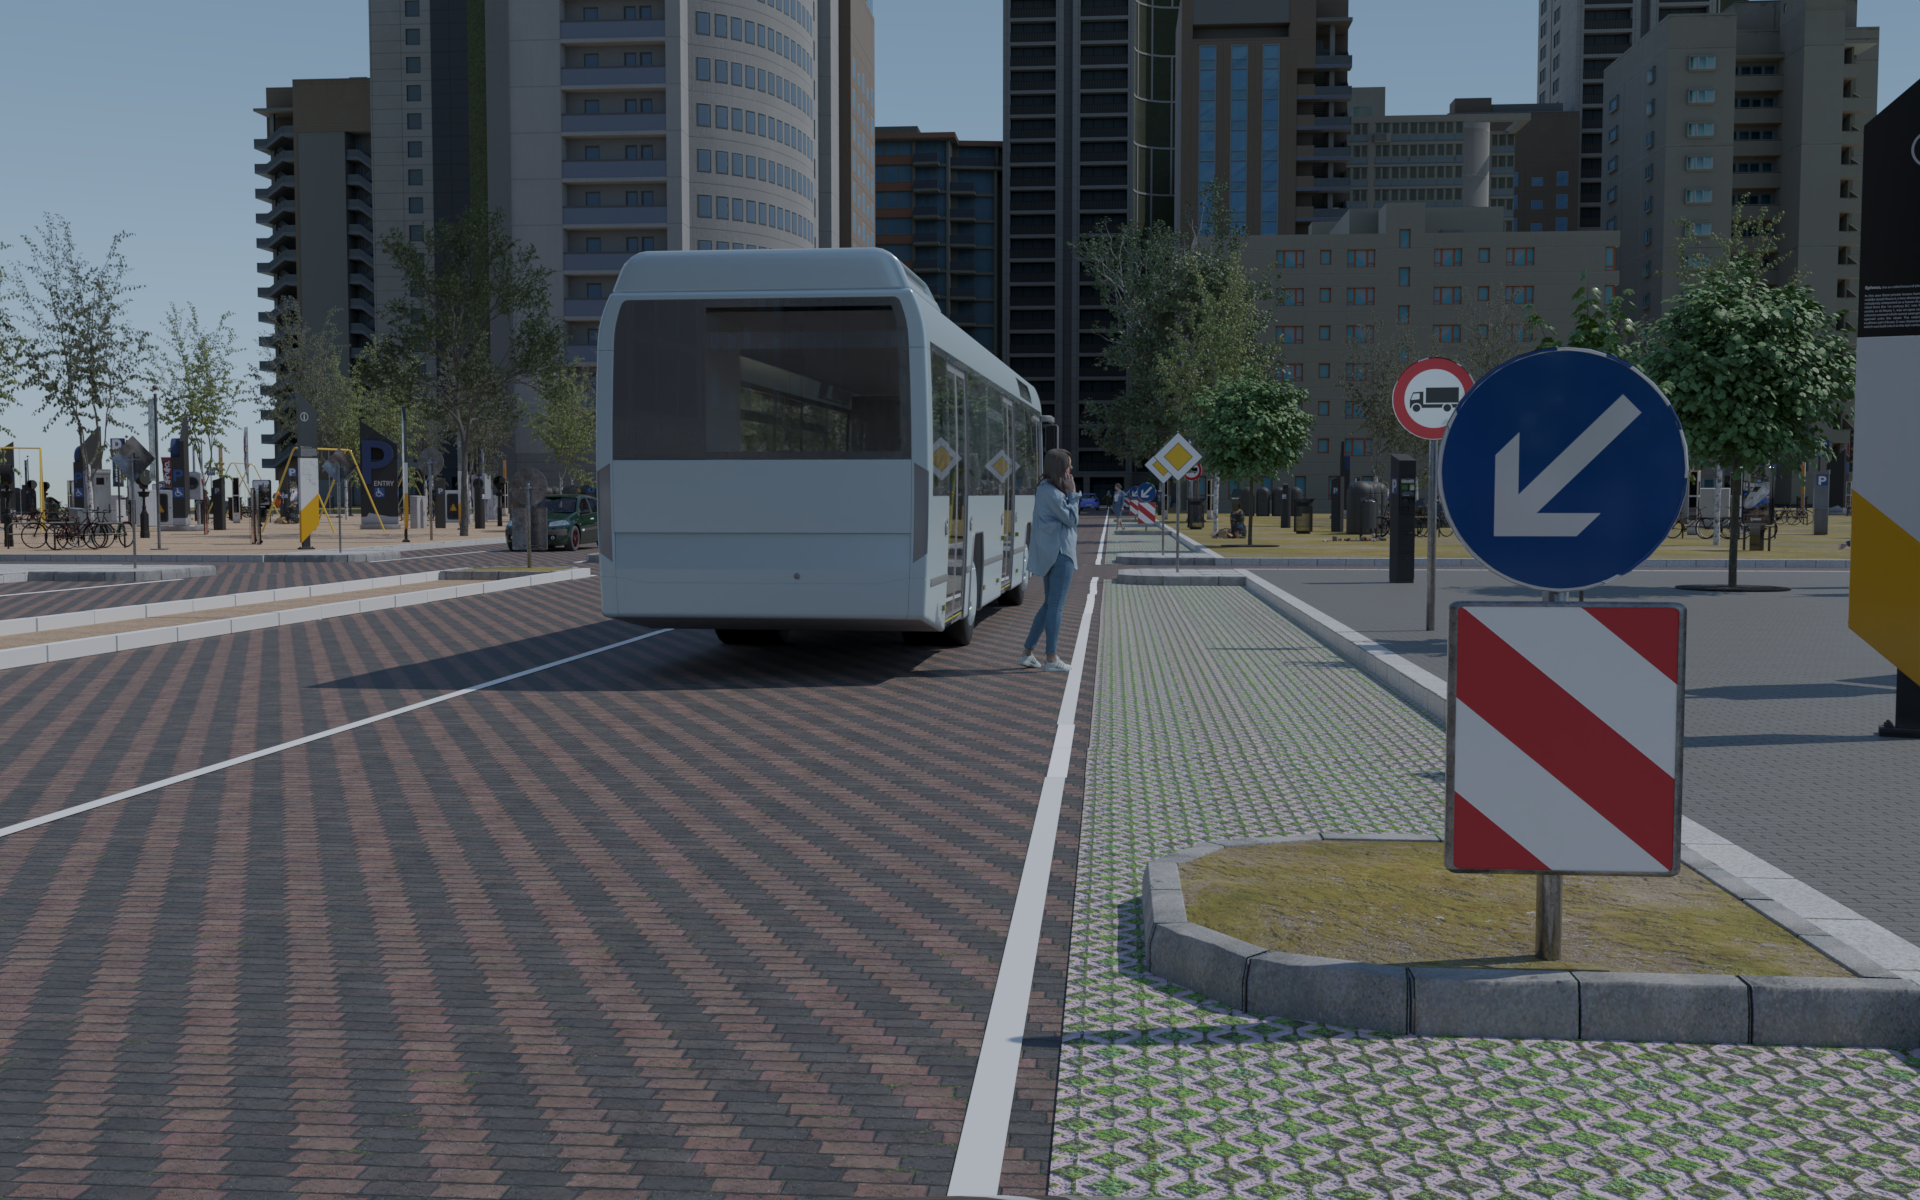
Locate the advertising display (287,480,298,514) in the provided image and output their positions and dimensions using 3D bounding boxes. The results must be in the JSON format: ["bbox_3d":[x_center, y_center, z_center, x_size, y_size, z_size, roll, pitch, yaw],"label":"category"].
[{"bbox_3d":[-31.527,-4.687,81.853,0.123,1.923,0.974,0,4,0],"label":"advertising display"}]

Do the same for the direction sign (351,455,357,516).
[{"bbox_3d":[-36.559,-6.831,103.676,0.379,3.537,0.876,1,4,18],"label":"direction sign"}]

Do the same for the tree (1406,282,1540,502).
[{"bbox_3d":[18.077,-6.671,59.439,4.360,8.622,3.978,0,3,0],"label":"tree"}]

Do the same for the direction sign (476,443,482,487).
[{"bbox_3d":[-21.359,-5.194,76.917,0.379,3.537,0.876,-2,4,-29],"label":"direction sign"}]

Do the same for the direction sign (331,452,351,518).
[{"bbox_3d":[-33.582,-6.212,93.569,0.876,3.537,0.379,1,4,21],"label":"direction sign"}]

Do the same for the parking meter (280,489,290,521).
[{"bbox_3d":[-32.535,-4.584,83.357,0.372,1.533,0.369,0,3,0],"label":"parking meter"}]

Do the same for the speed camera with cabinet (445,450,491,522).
[{"bbox_3d":[-22.242,-5.129,78.187,2.038,3.252,0.660,1,4,13],"label":"speed camera with cabinet"}]

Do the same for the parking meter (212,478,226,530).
[{"bbox_3d":[-26.266,-3.405,61.375,0.399,1.863,0.255,0,4,5],"label":"parking meter"}]

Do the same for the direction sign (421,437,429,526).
[{"bbox_3d":[-21.462,-4.726,69.266,0.379,3.537,0.876,-1,4,-23],"label":"direction sign"}]

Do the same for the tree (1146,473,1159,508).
[{"bbox_3d":[19.068,-10.970,173.963,1.663,3.219,1.824,0,3,0],"label":"tree"}]

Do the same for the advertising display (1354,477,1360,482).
[{"bbox_3d":[15.021,-3.690,65.550,0.123,1.923,0.974,0,4,8],"label":"advertising display"}]

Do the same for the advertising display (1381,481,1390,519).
[{"bbox_3d":[21.468,-5.061,87.956,0.974,1.923,0.123,-3,4,-38],"label":"advertising display"}]

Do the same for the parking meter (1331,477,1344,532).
[{"bbox_3d":[12.759,-3.233,58.568,0.255,1.863,0.399,-3,5,-39],"label":"parking meter"}]

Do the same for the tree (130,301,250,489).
[{"bbox_3d":[-28.808,-7.044,65.539,4.737,8.622,4.395,0,3,0],"label":"tree"}]

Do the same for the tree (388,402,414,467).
[{"bbox_3d":[-31.766,-9.308,102.548,4.360,8.622,3.978,0,3,0],"label":"tree"}]

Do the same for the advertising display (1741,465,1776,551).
[{"bbox_3d":[18.070,-2.081,39.233,0.123,1.923,0.974,-1,4,-13],"label":"advertising display"}]

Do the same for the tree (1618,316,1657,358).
[{"bbox_3d":[27.716,-7.343,70.415,4.360,8.622,3.978,0,3,0],"label":"tree"}]

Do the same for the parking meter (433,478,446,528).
[{"bbox_3d":[-19.430,-3.606,64.666,0.399,1.863,0.255,-2,4,-28],"label":"parking meter"}]

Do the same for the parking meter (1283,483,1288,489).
[{"bbox_3d":[17.226,-5.261,91.722,0.255,1.863,0.399,0,4,2],"label":"parking meter"}]

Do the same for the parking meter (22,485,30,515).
[{"bbox_3d":[-58.077,-6.235,107.654,0.255,1.863,0.399,0,4,3],"label":"parking meter"}]

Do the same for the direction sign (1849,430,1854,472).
[{"bbox_3d":[31.693,-4.208,60.801,0.876,3.537,0.379,1,4,23],"label":"direction sign"}]

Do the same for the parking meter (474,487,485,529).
[{"bbox_3d":[-17.737,-3.397,63.954,0.372,1.533,0.369,0,3,0],"label":"parking meter"}]

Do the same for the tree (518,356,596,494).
[{"bbox_3d":[-20.059,-8.356,86.983,4.737,8.622,4.395,0,3,0],"label":"tree"}]

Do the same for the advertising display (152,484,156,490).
[{"bbox_3d":[-49.732,-6.270,107.725,0.974,1.923,0.123,0,4,4],"label":"advertising display"}]

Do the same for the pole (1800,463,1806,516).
[{"bbox_3d":[45.416,-6.082,93.288,0.158,3.312,0.155,0,3,0],"label":"pole"}]

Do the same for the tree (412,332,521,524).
[{"bbox_3d":[-20.653,-7.491,72.841,4.360,8.622,3.978,0,3,0],"label":"tree"}]

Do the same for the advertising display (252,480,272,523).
[{"bbox_3d":[-31.278,-4.429,77.630,0.974,1.923,0.123,1,4,20],"label":"advertising display"}]

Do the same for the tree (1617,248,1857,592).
[{"bbox_3d":[10.436,-2.410,23.122,4.285,4.588,4.351,0,3,0],"label":"tree"}]

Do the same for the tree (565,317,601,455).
[{"bbox_3d":[-13.770,-7.372,70.896,4.360,8.622,3.978,0,3,0],"label":"tree"}]

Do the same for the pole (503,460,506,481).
[{"bbox_3d":[-27.168,-6.699,103.371,0.158,3.312,0.155,0,3,0],"label":"pole"}]

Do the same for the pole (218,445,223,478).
[{"bbox_3d":[-30.966,-4.817,72.594,0.158,3.312,0.155,0,3,0],"label":"pole"}]

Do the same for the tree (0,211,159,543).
[{"bbox_3d":[-22.856,-5.796,45.130,4.360,8.622,3.978,0,3,0],"label":"tree"}]

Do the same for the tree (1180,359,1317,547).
[{"bbox_3d":[7.020,-3.579,42.233,4.285,4.588,4.351,0,3,0],"label":"tree"}]

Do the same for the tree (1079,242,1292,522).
[{"bbox_3d":[10.714,-9.903,78.930,9.611,12.733,9.660,0,3,0],"label":"tree"}]

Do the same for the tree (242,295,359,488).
[{"bbox_3d":[-24.049,-6.935,63.753,4.360,8.622,3.978,0,3,0],"label":"tree"}]

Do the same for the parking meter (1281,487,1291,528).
[{"bbox_3d":[12.283,-3.479,65.295,0.372,1.533,0.369,0,3,0],"label":"parking meter"}]

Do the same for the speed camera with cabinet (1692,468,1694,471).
[{"bbox_3d":[42.447,-6.542,101.305,0.660,3.252,2.038,0,4,8],"label":"speed camera with cabinet"}]

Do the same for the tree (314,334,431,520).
[{"bbox_3d":[-25.817,-7.855,78.796,4.737,8.622,4.395,0,3,0],"label":"tree"}]

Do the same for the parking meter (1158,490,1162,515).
[{"bbox_3d":[12.074,-5.855,104.147,0.372,1.533,0.369,0,3,0],"label":"parking meter"}]

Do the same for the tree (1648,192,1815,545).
[{"bbox_3d":[19.217,-5.693,43.443,4.737,8.622,4.395,0,3,0],"label":"tree"}]

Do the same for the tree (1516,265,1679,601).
[{"bbox_3d":[5.354,-1.236,14.812,1.663,3.219,1.824,0,3,0],"label":"tree"}]

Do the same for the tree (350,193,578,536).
[{"bbox_3d":[-14.939,-7.247,52.907,8.767,10.594,7.601,3,4,38],"label":"tree"}]

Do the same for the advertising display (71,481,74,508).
[{"bbox_3d":[-42.250,-4.756,82.975,0.974,1.923,0.123,2,4,33],"label":"advertising display"}]

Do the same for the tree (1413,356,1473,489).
[{"bbox_3d":[25.779,-8.690,92.447,4.737,8.622,4.395,0,3,0],"label":"tree"}]

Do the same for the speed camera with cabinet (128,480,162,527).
[{"bbox_3d":[-32.413,-4.546,68.665,0.660,3.252,2.038,-3,4,-39],"label":"speed camera with cabinet"}]

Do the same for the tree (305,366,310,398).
[{"bbox_3d":[-30.546,-8.340,86.716,4.737,8.622,4.395,0,3,0],"label":"tree"}]

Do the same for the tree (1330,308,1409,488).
[{"bbox_3d":[16.951,-7.282,69.420,4.360,8.622,3.978,0,3,0],"label":"tree"}]

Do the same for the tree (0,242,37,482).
[{"bbox_3d":[-27.211,-5.923,47.199,4.737,8.622,4.395,0,3,0],"label":"tree"}]

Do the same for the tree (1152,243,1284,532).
[{"bbox_3d":[7.644,-6.194,51.641,4.737,8.622,4.395,0,3,0],"label":"tree"}]

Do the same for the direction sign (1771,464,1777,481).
[{"bbox_3d":[48.002,-6.762,102.562,0.876,3.537,0.379,-2,4,-24],"label":"direction sign"}]

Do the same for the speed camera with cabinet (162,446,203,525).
[{"bbox_3d":[-32.262,-4.703,71.232,2.038,3.252,0.660,-1,4,-11],"label":"speed camera with cabinet"}]

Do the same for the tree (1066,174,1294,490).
[{"bbox_3d":[12.967,-15.134,103.328,12.611,20.169,13.585,0,3,0],"label":"tree"}]
